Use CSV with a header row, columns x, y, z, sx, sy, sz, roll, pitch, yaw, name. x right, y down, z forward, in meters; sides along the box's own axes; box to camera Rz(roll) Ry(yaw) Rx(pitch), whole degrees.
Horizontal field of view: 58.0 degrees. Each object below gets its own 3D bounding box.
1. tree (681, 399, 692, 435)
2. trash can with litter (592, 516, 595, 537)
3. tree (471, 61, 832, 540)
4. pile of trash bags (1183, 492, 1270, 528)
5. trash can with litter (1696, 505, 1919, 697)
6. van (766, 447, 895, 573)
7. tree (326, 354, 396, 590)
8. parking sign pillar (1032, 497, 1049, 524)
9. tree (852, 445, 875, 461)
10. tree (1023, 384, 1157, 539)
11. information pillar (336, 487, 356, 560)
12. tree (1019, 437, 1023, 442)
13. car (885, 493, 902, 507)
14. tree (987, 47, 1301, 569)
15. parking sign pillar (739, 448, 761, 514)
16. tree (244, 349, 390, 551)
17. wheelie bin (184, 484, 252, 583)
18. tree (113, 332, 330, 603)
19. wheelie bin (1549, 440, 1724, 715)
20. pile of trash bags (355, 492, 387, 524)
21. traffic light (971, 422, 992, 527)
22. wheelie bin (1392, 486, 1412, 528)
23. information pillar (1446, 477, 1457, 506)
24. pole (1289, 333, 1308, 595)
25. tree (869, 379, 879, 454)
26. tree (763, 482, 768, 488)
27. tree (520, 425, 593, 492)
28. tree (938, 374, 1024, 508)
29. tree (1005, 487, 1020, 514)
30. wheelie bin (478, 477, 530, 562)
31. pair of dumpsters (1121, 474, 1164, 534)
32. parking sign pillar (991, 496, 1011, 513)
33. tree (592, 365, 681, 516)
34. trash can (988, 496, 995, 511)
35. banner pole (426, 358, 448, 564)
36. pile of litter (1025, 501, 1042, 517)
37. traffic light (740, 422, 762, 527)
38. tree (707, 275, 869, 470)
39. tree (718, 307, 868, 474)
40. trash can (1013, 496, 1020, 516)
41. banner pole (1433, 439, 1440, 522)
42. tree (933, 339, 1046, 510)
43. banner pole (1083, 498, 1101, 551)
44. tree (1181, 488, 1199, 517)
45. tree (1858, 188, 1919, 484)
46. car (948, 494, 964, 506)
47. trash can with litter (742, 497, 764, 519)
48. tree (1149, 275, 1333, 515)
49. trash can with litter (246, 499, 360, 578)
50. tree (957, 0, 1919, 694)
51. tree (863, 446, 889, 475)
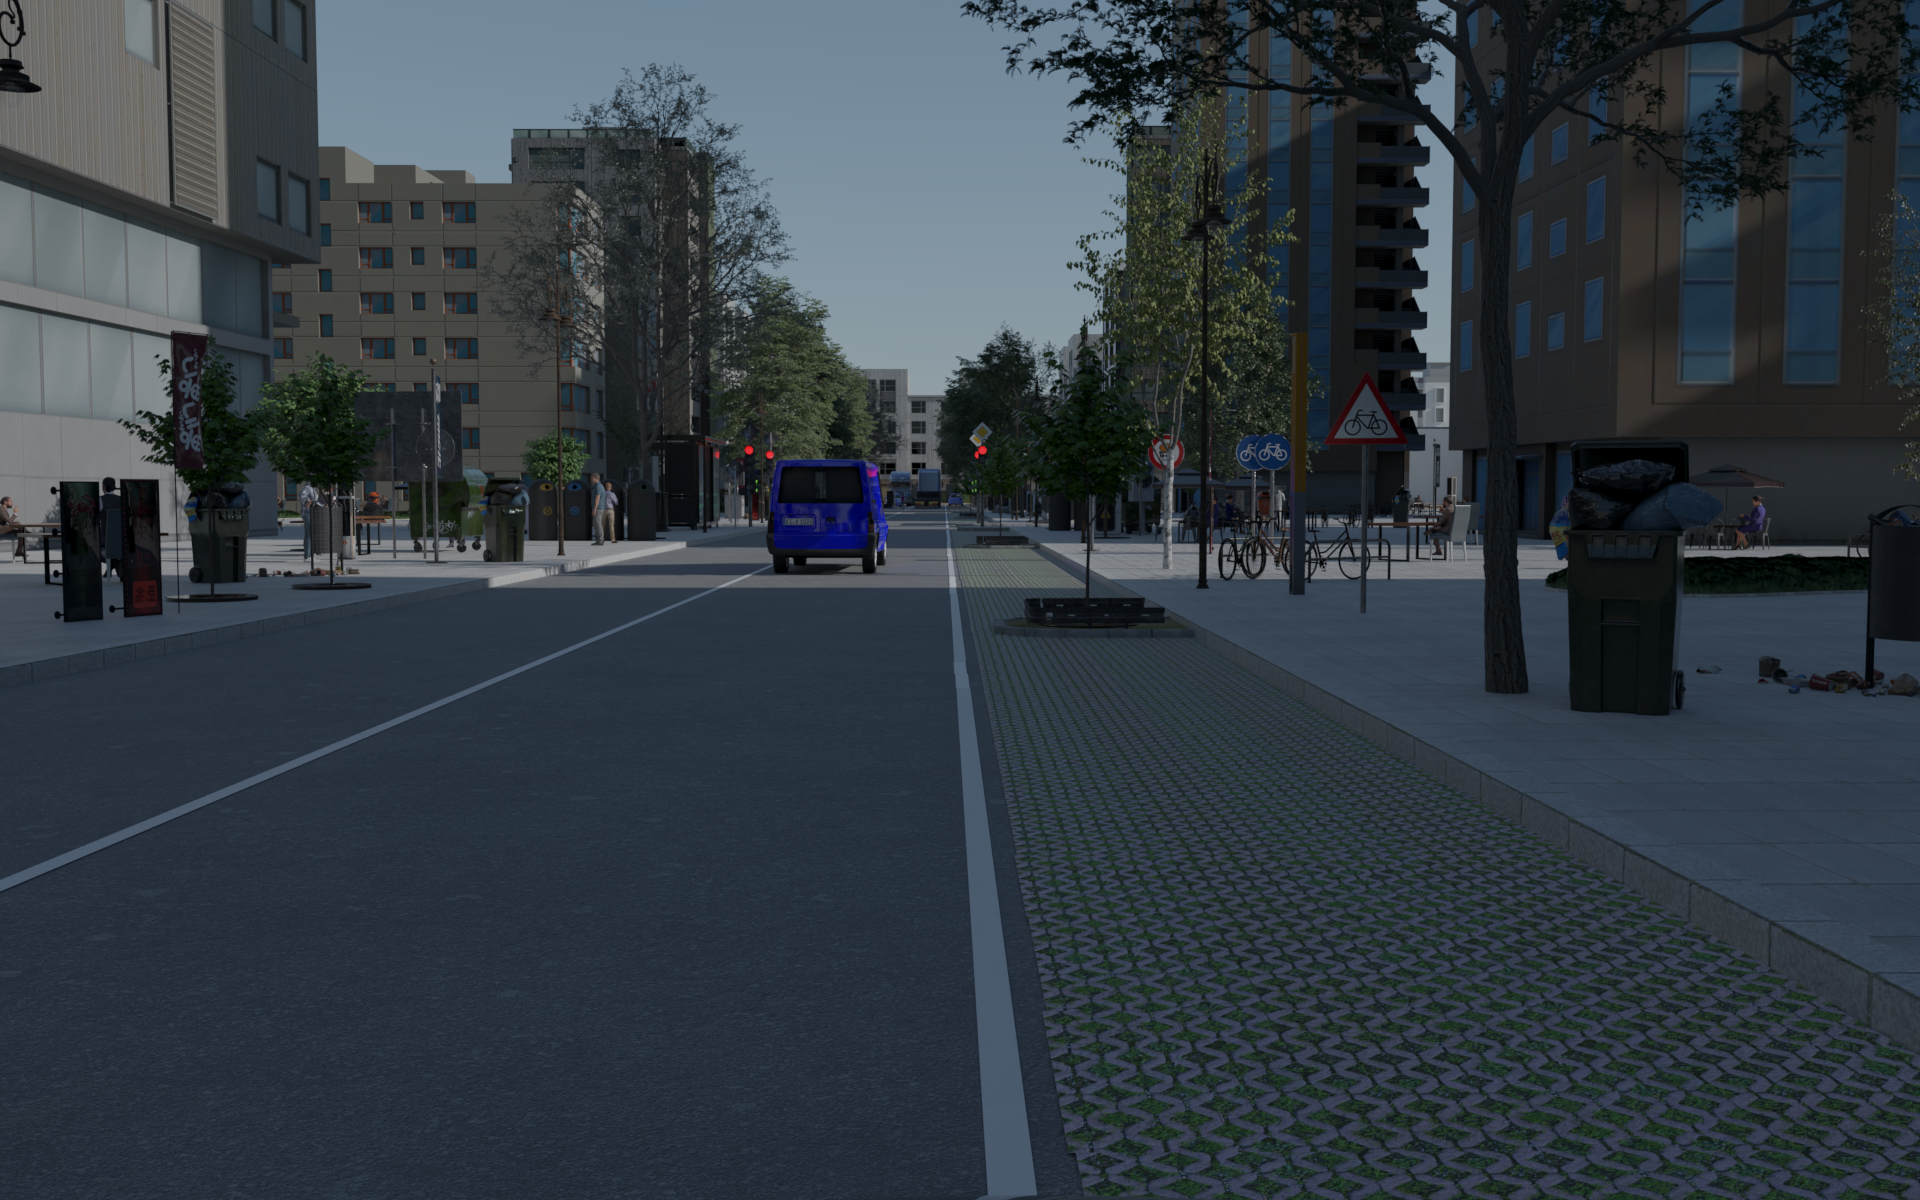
x,y,z,sx,sy,sz,roll,pitch,yaw,name
-18.582,-9.489,105.504,4.360,8.622,3.978,0,3,0,tree
-10.922,-2.515,52.177,2.233,1.210,1.678,2,4,25,trash can with litter
-8.811,-8.468,48.825,12.009,13.543,11.850,0,3,0,tree
10.497,-3.523,67.347,3.447,1.369,1.912,-1,4,-14,pile of trash bags
6.028,-0.031,11.558,1.678,1.210,2.233,-2,4,-26,trash can with litter
-2.428,-1.749,32.973,2.240,2.365,5.245,0,4,0,van
-8.631,-1.776,23.640,1.663,3.219,1.824,0,3,0,tree
3.869,-5.317,75.405,1.447,3.967,1.447,0,4,-8,parking sign pillar
-10.231,-13.410,169.613,4.737,8.622,4.395,0,3,0,tree
4.238,-4.057,50.038,4.285,4.588,4.351,0,3,0,tree
-12.029,-1.799,33.903,0.304,2.012,0.304,0,4,-8,information pillar
3.915,-4.880,63.507,4.285,4.588,4.351,0,3,0,tree
-7.291,-11.119,191.390,1.945,1.707,3.694,0,4,0,car
3.657,-4.850,29.652,4.737,8.622,4.395,0,3,0,tree
-11.813,-6.695,97.940,1.447,3.967,1.447,0,4,7,parking sign pillar
-14.427,-3.403,39.353,4.285,4.588,4.351,0,3,0,tree
-10.703,-1.051,25.095,0.693,1.594,0.980,2,4,30,wheelie bin
-8.926,-1.603,20.805,1.663,3.219,1.824,0,3,0,tree
3.975,-0.144,10.256,0.980,1.594,0.693,2,4,27,wheelie bin
-26.223,-4.074,76.359,1.912,1.369,3.447,0,4,-5,pile of trash bags
0.853,-4.803,67.457,0.839,4.253,0.868,0,4,-1,traffic light
16.711,-3.525,65.537,0.693,1.594,0.980,1,4,19,wheelie bin
21.431,-4.347,75.559,0.304,2.012,0.304,-3,4,-37,information pillar
4.301,-1.723,22.014,0.158,3.312,0.155,0,3,0,pole
-9.652,-12.978,130.325,7.486,12.596,7.792,0,3,0,tree
-16.849,-9.687,142.096,4.285,4.588,4.351,0,3,0,tree
-19.167,-6.029,82.286,4.285,4.588,4.351,0,3,0,tree
2.585,-15.094,157.156,12.009,13.543,11.850,0,3,0,tree
3.410,-7.120,111.016,1.663,3.219,1.824,0,3,0,tree
-8.575,-1.518,32.733,0.980,1.594,0.693,-3,5,-42,wheelie bin
5.762,-3.336,57.035,1.574,2.255,4.437,0,4,-1,pair of dumpsters
2.833,-7.899,117.626,1.447,3.967,1.447,-2,4,-24,parking sign pillar
-18.891,-9.108,99.278,4.360,8.622,3.978,0,3,0,tree
2.466,-7.376,132.258,0.748,1.137,0.748,0,3,0,trash can
-9.704,-2.578,32.169,0.401,3.779,0.863,0,4,-5,banner pole
4.237,-5.220,99.305,1.176,0.858,1.719,1,4,22,pile of litter
-8.147,-4.798,67.361,0.839,4.253,0.868,0,4,-1,traffic light
-9.501,-10.542,90.491,7.486,12.596,7.792,0,3,0,tree
-10.261,-11.483,104.750,9.611,12.733,9.660,0,3,0,tree
3.392,-5.600,103.218,0.748,1.137,0.748,0,3,0,trash can
21.477,-5.388,78.115,0.401,3.779,0.863,0,4,-8,banner pole
2.589,-14.213,139.042,9.857,13.997,8.962,0,3,0,tree
3.187,-2.989,38.889,0.863,3.779,0.401,2,4,25,banner pole
13.159,-6.394,99.141,1.663,3.219,1.824,0,3,0,tree
22.384,-5.440,39.307,4.360,8.622,3.978,0,3,0,tree
-0.470,-11.704,200.943,1.945,1.707,3.694,0,4,1,car
-10.598,-4.715,88.474,1.055,1.170,0.624,-3,5,-45,trash can with litter
14.737,-10.660,91.293,9.611,12.733,9.660,0,3,0,tree
-10.393,-0.992,27.269,1.678,1.210,2.233,3,5,42,trash can with litter
3.206,-4.681,10.948,7.601,10.594,8.767,0,4,-1,tree
-11.145,-16.377,218.128,4.360,8.622,3.978,0,3,0,tree
